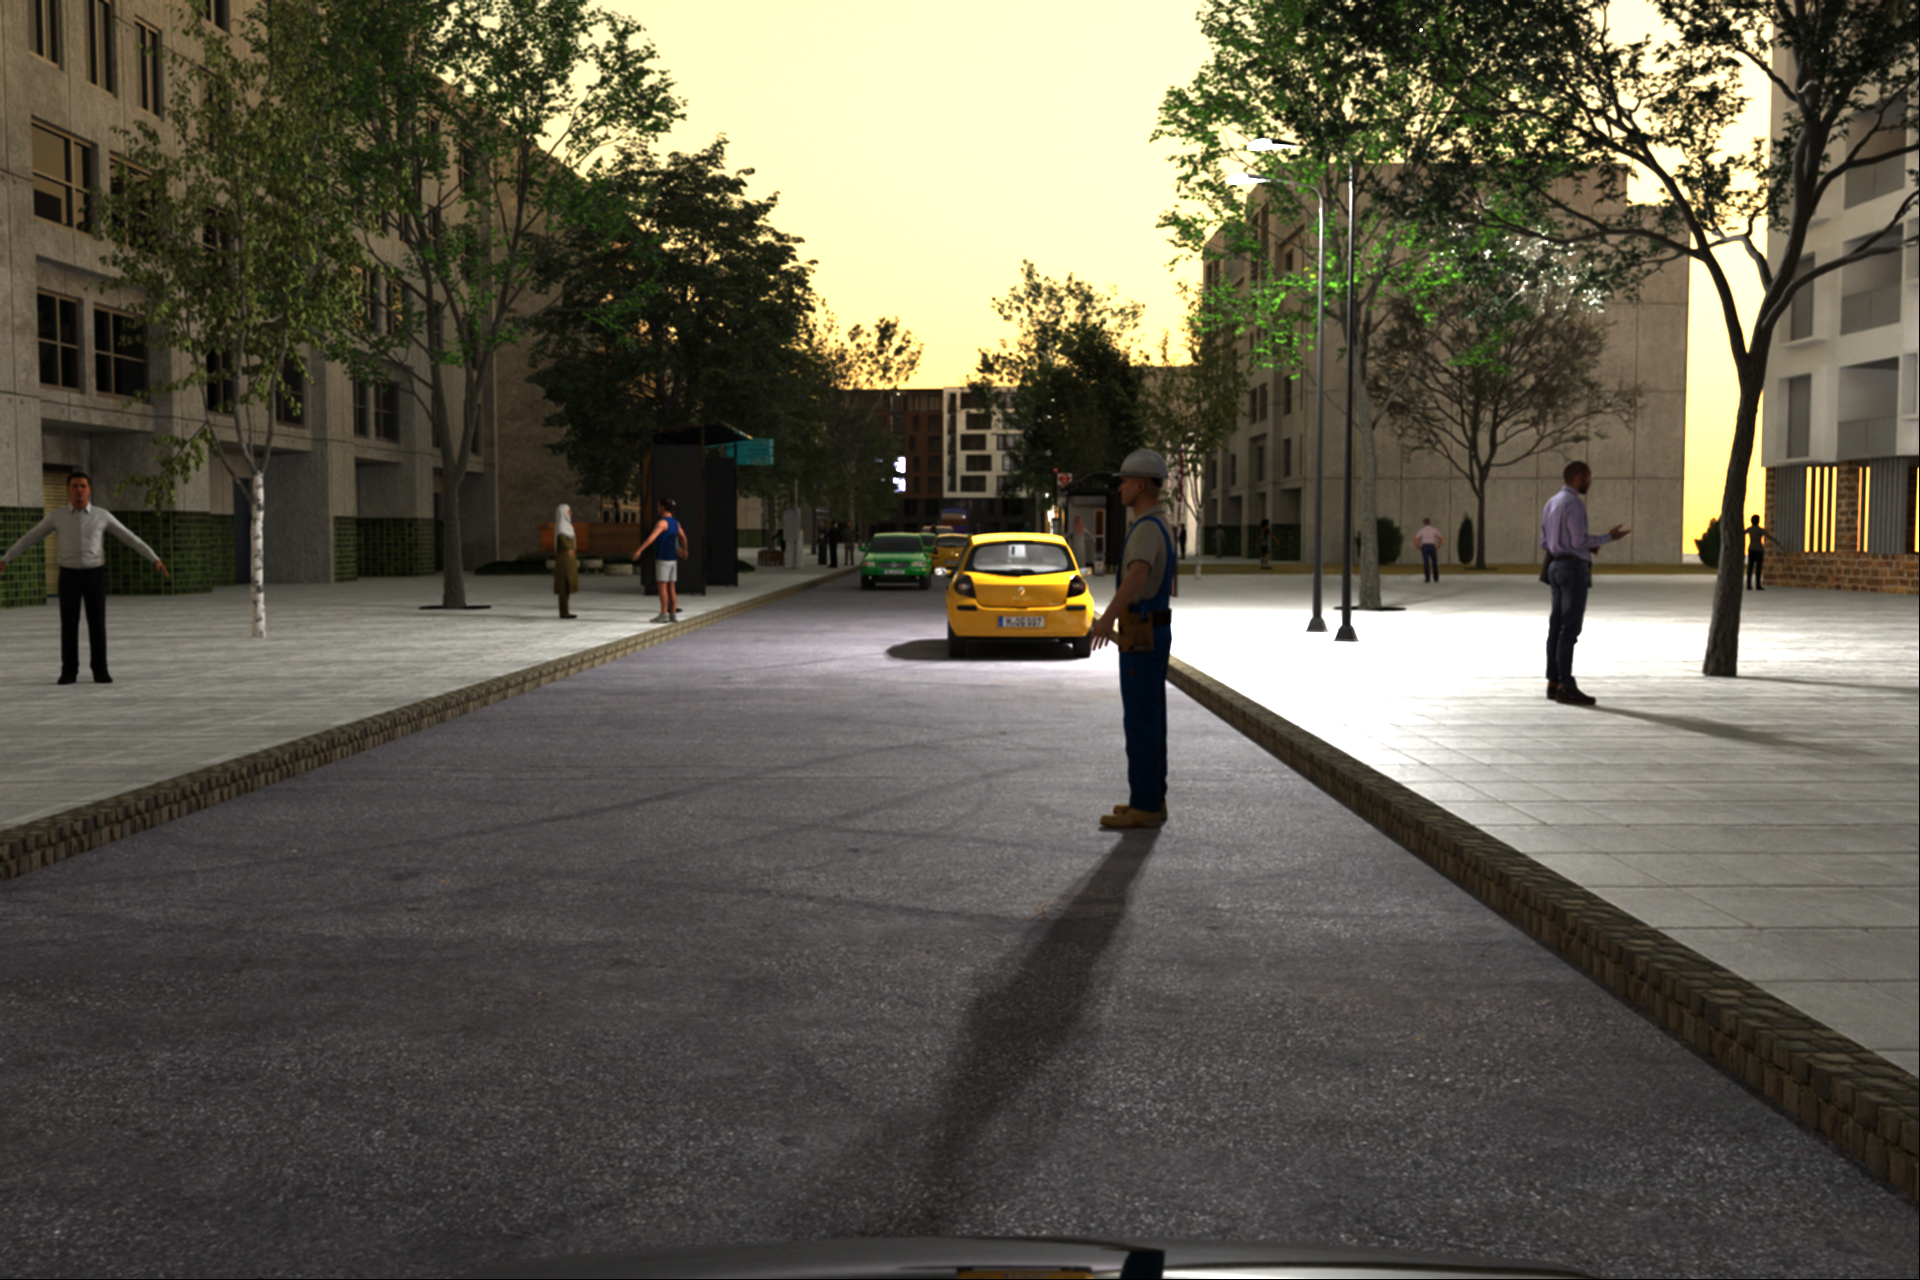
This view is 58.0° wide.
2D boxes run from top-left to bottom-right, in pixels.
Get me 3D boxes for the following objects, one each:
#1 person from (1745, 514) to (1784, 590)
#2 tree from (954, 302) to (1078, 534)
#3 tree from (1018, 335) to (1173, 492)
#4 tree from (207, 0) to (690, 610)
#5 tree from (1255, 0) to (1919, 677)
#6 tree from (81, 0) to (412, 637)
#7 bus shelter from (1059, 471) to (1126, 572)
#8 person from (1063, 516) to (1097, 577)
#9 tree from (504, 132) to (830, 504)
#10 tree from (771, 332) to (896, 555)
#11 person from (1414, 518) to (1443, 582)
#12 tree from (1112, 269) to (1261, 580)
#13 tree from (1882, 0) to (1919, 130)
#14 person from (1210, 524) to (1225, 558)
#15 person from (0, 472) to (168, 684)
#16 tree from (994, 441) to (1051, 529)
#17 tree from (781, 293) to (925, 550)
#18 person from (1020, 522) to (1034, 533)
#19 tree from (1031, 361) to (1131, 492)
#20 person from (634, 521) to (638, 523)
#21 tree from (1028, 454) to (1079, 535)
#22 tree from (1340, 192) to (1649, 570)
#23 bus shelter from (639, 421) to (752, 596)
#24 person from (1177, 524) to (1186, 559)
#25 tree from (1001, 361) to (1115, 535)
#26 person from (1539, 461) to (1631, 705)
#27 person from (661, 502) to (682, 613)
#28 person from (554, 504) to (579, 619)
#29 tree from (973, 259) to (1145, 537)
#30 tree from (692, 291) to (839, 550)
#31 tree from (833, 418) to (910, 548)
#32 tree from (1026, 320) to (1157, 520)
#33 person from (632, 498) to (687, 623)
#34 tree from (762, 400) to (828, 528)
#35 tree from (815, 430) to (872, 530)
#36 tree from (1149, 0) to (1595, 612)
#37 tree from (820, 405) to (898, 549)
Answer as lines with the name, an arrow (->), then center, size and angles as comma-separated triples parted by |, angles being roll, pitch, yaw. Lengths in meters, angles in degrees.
person -> 18.345, -2.024, 39.847 | 0.721, 1.744, 1.215 | -2, 4, -33
tree -> 5.890, -17.571, 143.169 | 12.611, 20.169, 13.585 | 0, 3, 0
tree -> 6.334, -9.040, 82.209 | 8.767, 10.594, 7.601 | 2, 4, 32
tree -> -8.614, -6.348, 29.545 | 9.928, 11.665, 9.643 | 0, 3, 0
tree -> 6.839, -4.930, 15.021 | 8.767, 10.594, 7.601 | 0, 4, 3
tree -> -8.839, -4.353, 21.539 | 4.737, 8.622, 4.395 | 0, 3, 0
bus shelter -> 4.557, -3.939, 58.325 | 2.014, 3.302, 5.546 | 0, 4, -1
person -> 3.485, -2.770, 51.440 | 1.347, 1.811, 0.704 | -1, 4, -20
tree -> -8.990, -9.036, 54.392 | 9.857, 13.997, 8.962 | 0, 3, 0
tree -> -8.962, -11.967, 106.035 | 12.009, 13.543, 11.850 | 0, 3, 0
person -> 12.435, -2.387, 46.008 | 0.756, 1.711, 0.436 | 1, 4, 12
tree -> 6.601, -6.010, 48.621 | 4.737, 8.622, 4.395 | 0, 3, 0
tree -> 6.357, -3.511, 7.768 | 4.360, 8.622, 3.978 | 0, 3, 0
person -> 13.699, -5.231, 91.721 | 0.705, 1.806, 1.347 | -2, 4, -24
person -> -7.547, -0.534, 14.886 | 1.344, 1.810, 0.704 | -2, 4, -27
tree -> 6.634, -13.687, 158.197 | 7.601, 10.594, 8.767 | -3, 4, -38
tree -> -10.041, -17.230, 137.606 | 12.611, 20.169, 13.585 | 0, 3, 0
person -> 3.094, -4.470, 79.204 | 1.347, 1.817, 0.704 | 1, 4, 19
tree -> 5.604, -7.506, 73.091 | 4.360, 8.622, 3.978 | 0, 3, 0
person -> -14.764, -4.477, 78.961 | 1.354, 1.858, 0.705 | -3, 5, -44
tree -> 6.607, -11.031, 130.716 | 4.360, 8.622, 3.978 | 0, 3, 0
tree -> 18.755, -9.285, 62.173 | 12.009, 13.543, 11.850 | 0, 3, 0
bus shelter -> -5.871, -2.926, 39.122 | 1.731, 3.624, 6.357 | 0, 4, -1
person -> 11.313, -5.020, 88.212 | 0.704, 1.812, 1.346 | 1, 4, 22
tree -> 6.320, -10.910, 104.130 | 9.928, 11.665, 9.643 | 0, 3, 0
person -> 4.791, -0.451, 13.279 | 0.599, 1.838, 0.709 | 0, 4, -4
person -> -4.730, -1.375, 28.328 | 0.704, 1.849, 1.345 | 0, 4, -1
person -> -5.941, -1.201, 26.417 | 0.721, 1.736, 1.217 | -1, 4, -12
tree -> 6.637, -16.067, 118.582 | 12.611, 20.169, 13.585 | 0, 3, 0
tree -> -9.254, -9.962, 81.011 | 7.486, 12.596, 7.792 | 0, 3, 0
tree -> -8.335, -14.870, 161.252 | 7.486, 12.596, 7.792 | 0, 3, 0
tree -> 6.958, -10.673, 92.631 | 7.486, 12.596, 7.792 | 0, 3, 0
person -> -4.289, -1.160, 25.139 | 0.704, 1.807, 1.345 | 2, 4, 23
tree -> -8.679, -8.547, 90.108 | 4.737, 8.622, 4.395 | 0, 3, 0
tree -> -8.234, -10.192, 116.995 | 4.737, 8.622, 4.395 | 0, 3, 0
tree -> 6.802, -6.316, 29.025 | 9.928, 11.665, 9.643 | 0, 3, 0
tree -> -9.169, -14.290, 151.776 | 7.486, 12.596, 7.792 | 0, 3, 0
